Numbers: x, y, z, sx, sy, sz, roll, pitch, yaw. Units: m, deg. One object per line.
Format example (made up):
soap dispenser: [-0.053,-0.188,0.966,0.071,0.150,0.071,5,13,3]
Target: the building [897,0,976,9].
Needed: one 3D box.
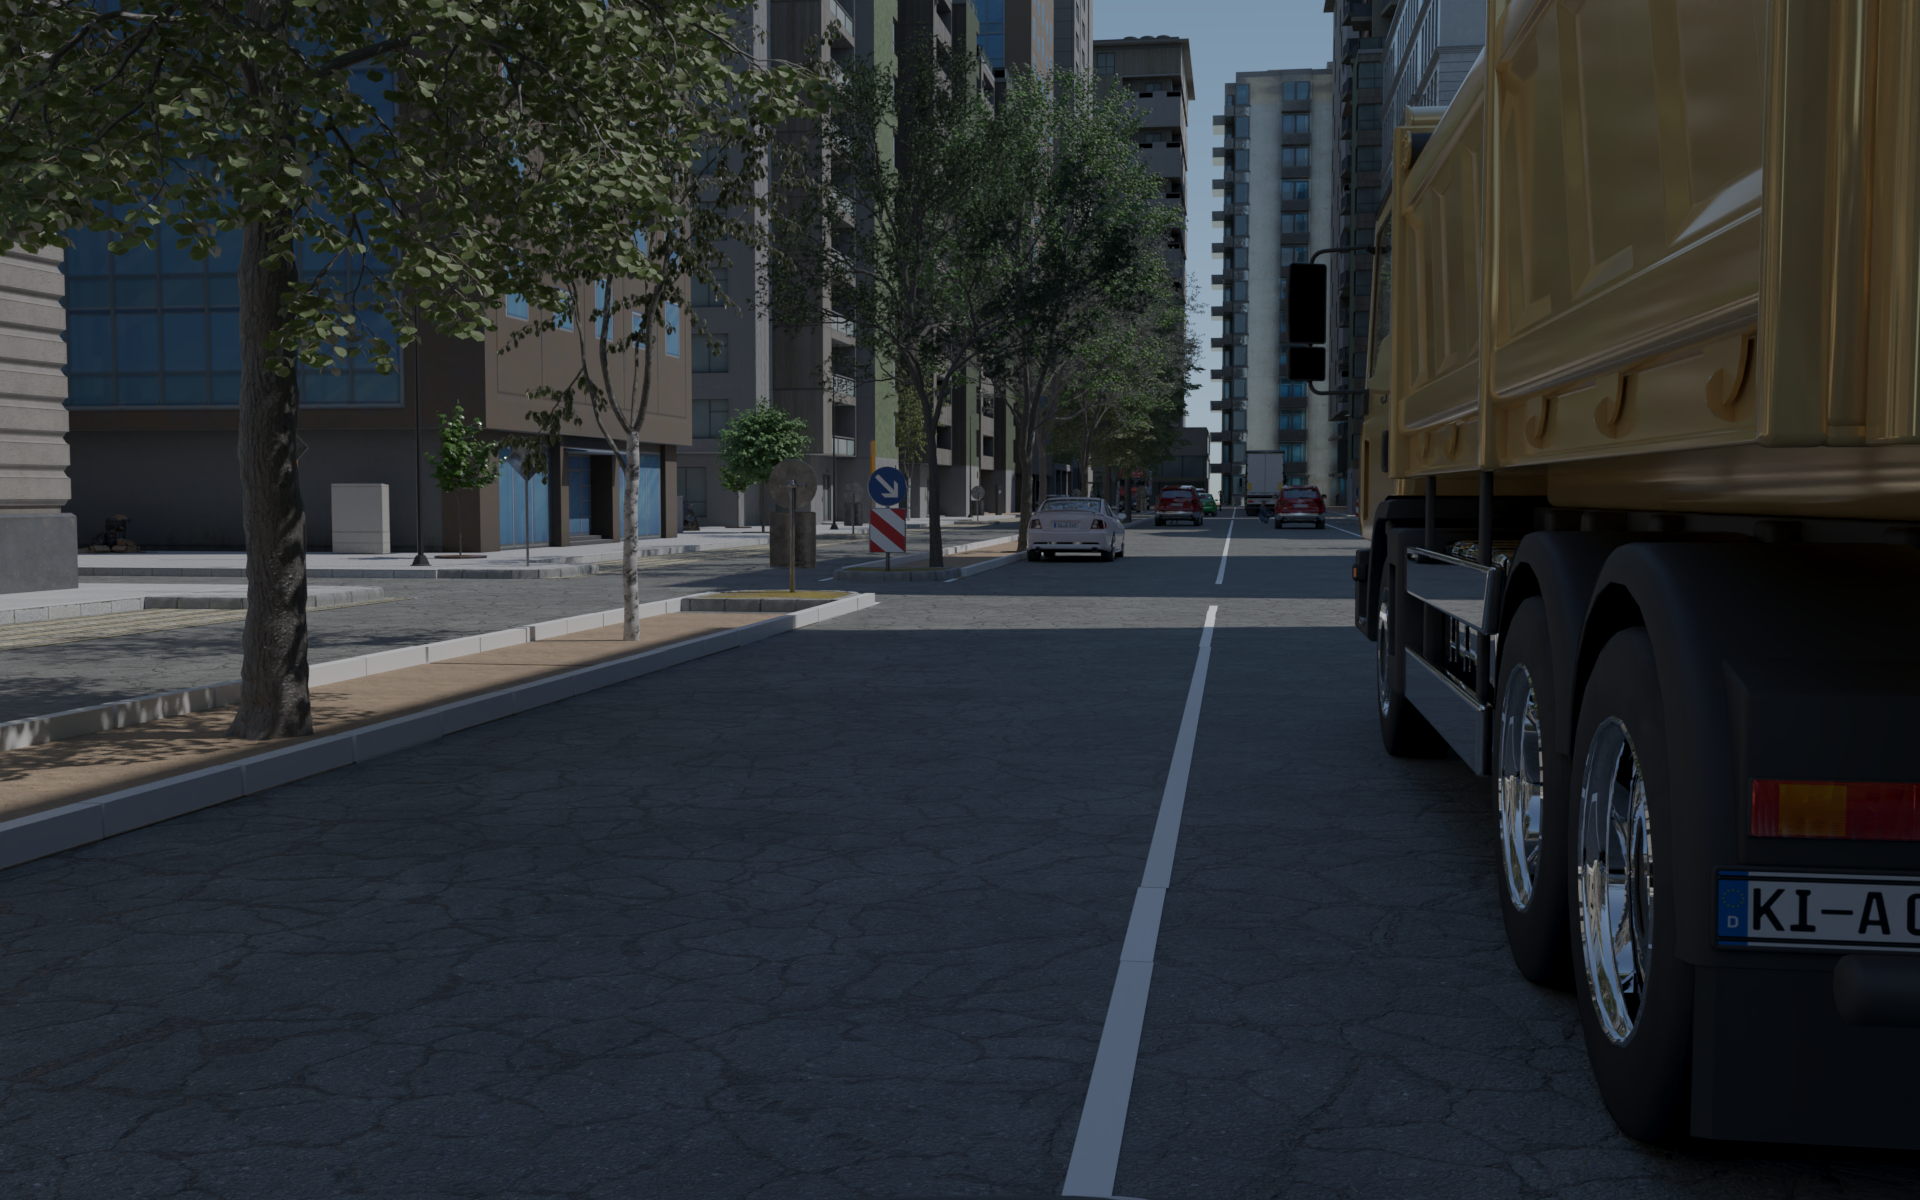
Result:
building: [-6.913,-19.776,95.044,14.160,30.474,14.107,1,4,9]

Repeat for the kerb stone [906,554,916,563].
kerb stone: [-1.118,-0.836,35.871,0.120,0.150,1.000,1,4,9]

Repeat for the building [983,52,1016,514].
building: [-4.211,-20.883,113.142,14.160,30.474,14.107,1,4,9]

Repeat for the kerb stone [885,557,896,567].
kerb stone: [-1.450,-0.713,33.849,0.120,0.150,1.000,1,4,9]

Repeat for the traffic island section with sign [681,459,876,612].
traffic island section with sign: [-2.282,-0.846,21.961,2.006,1.907,1.989,1,4,9]

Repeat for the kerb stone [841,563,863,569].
kerb stone: [-1.937,-0.527,30.808,0.120,0.150,1.000,1,4,9]

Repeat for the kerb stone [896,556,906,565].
kerb stone: [-1.283,-0.774,34.858,0.120,0.150,1.000,1,4,9]

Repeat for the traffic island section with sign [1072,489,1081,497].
traffic island section with sign: [8.884,-7.521,131.597,1.989,1.847,2.006,1,4,9]

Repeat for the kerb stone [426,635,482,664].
kerb stone: [-4.458,0.438,15.096,0.120,0.150,1.000,1,4,9]

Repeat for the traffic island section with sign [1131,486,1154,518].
traffic island section with sign: [10.814,-5.831,103.466,2.006,1.907,1.989,1,4,9]

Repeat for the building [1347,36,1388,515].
building: [32.378,-20.842,112.462,14.160,30.474,14.107,1,4,9]

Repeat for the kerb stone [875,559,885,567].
kerb stone: [-1.621,-0.649,32.830,0.120,0.150,1.000,1,4,9]

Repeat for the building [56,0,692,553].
building: [-15.837,-24.089,43.963,14.600,45.320,14.200,1,4,9]

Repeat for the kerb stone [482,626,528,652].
kerb stone: [-4.300,0.380,16.114,0.120,0.150,1.000,1,4,9]

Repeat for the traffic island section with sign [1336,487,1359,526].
traffic island section with sign: [18.293,-4.331,79.436,1.989,1.847,2.006,1,4,9]

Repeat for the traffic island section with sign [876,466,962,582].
traffic island section with sign: [-1.098,-1.293,29.274,2.006,1.907,1.989,1,4,9]

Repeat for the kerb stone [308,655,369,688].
kerb stone: [-4.786,0.559,13.067,0.120,0.150,1.000,1,4,9]

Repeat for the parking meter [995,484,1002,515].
parking meter: [2.344,-6.061,104.816,0.399,1.863,0.255,-3,4,-38]

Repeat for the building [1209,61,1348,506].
building: [43.629,-35.147,194.262,30.456,49.044,23.786,1,4,9]

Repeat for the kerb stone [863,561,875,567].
kerb stone: [-1.775,-0.589,31.819,0.120,0.150,1.000,1,4,9]

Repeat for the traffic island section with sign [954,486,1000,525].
traffic island section with sign: [0.833,-4.460,81.552,1.989,1.847,2.006,1,4,9]

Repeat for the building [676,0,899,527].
building: [-10.850,-23.817,73.009,14.154,41.232,14.086,1,4,9]

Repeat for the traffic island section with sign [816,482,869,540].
traffic island section with sign: [-3.445,-2.831,54.916,1.989,1.847,2.006,1,4,9]

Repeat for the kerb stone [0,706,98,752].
kerb stone: [-5.280,0.748,10.033,0.120,0.150,1.000,1,4,9]

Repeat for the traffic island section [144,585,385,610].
traffic island section: [-8.942,-0.031,22.790,2.009,0.180,2.903,1,4,9]

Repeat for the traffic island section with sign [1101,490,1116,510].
traffic island section with sign: [13.335,-9.216,159.311,1.989,1.847,2.006,1,4,9]

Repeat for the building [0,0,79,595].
building: [-21.880,-11.665,19.609,19.941,23.489,11.050,1,4,9]

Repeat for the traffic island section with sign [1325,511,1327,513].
traffic island section with sign: [26.144,-7.320,128.311,1.989,1.847,2.006,1,4,9]

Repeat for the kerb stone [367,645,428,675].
kerb stone: [-4.631,0.497,14.077,0.120,0.150,1.000,1,4,9]

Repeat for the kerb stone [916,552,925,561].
kerb stone: [-0.956,-0.898,36.884,0.120,0.150,1.000,1,4,9]

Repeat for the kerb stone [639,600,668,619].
kerb stone: [-3.648,0.125,20.164,0.120,0.150,1.000,1,4,9]

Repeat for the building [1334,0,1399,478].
building: [40.603,-29.229,132.515,22.147,44.769,28.867,1,4,9]

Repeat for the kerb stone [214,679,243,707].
kerb stone: [-4.945,0.624,12.057,0.120,0.150,1.000,1,4,9]

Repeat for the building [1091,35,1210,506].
building: [15.287,-37.496,202.301,27.495,52.752,28.713,1,4,9]

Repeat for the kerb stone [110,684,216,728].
kerb stone: [-5.109,0.682,11.048,0.120,0.150,1.000,1,4,9]

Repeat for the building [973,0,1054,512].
building: [-0.785,-29.196,127.470,14.600,45.320,14.200,1,4,9]

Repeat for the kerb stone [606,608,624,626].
kerb stone: [-3.816,0.190,19.152,0.120,0.150,1.000,1,4,9]

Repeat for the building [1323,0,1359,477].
building: [48.582,-34.911,160.033,28.713,52.752,27.495,1,4,9]

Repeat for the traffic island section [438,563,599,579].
traffic island section: [-7.675,-0.513,30.675,2.009,0.180,2.903,1,4,9]

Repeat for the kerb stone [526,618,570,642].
kerb stone: [-4.137,0.310,17.133,0.120,0.150,1.000,1,4,9]

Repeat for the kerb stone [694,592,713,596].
kerb stone: [-3.322,0.000,22.192,0.120,0.150,1.000,1,4,9]

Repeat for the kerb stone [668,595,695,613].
kerb stone: [-3.481,0.065,21.179,0.120,0.150,1.000,1,4,9]

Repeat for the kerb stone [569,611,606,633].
kerb stone: [-3.979,0.248,18.143,0.120,0.150,1.000,1,4,9]
